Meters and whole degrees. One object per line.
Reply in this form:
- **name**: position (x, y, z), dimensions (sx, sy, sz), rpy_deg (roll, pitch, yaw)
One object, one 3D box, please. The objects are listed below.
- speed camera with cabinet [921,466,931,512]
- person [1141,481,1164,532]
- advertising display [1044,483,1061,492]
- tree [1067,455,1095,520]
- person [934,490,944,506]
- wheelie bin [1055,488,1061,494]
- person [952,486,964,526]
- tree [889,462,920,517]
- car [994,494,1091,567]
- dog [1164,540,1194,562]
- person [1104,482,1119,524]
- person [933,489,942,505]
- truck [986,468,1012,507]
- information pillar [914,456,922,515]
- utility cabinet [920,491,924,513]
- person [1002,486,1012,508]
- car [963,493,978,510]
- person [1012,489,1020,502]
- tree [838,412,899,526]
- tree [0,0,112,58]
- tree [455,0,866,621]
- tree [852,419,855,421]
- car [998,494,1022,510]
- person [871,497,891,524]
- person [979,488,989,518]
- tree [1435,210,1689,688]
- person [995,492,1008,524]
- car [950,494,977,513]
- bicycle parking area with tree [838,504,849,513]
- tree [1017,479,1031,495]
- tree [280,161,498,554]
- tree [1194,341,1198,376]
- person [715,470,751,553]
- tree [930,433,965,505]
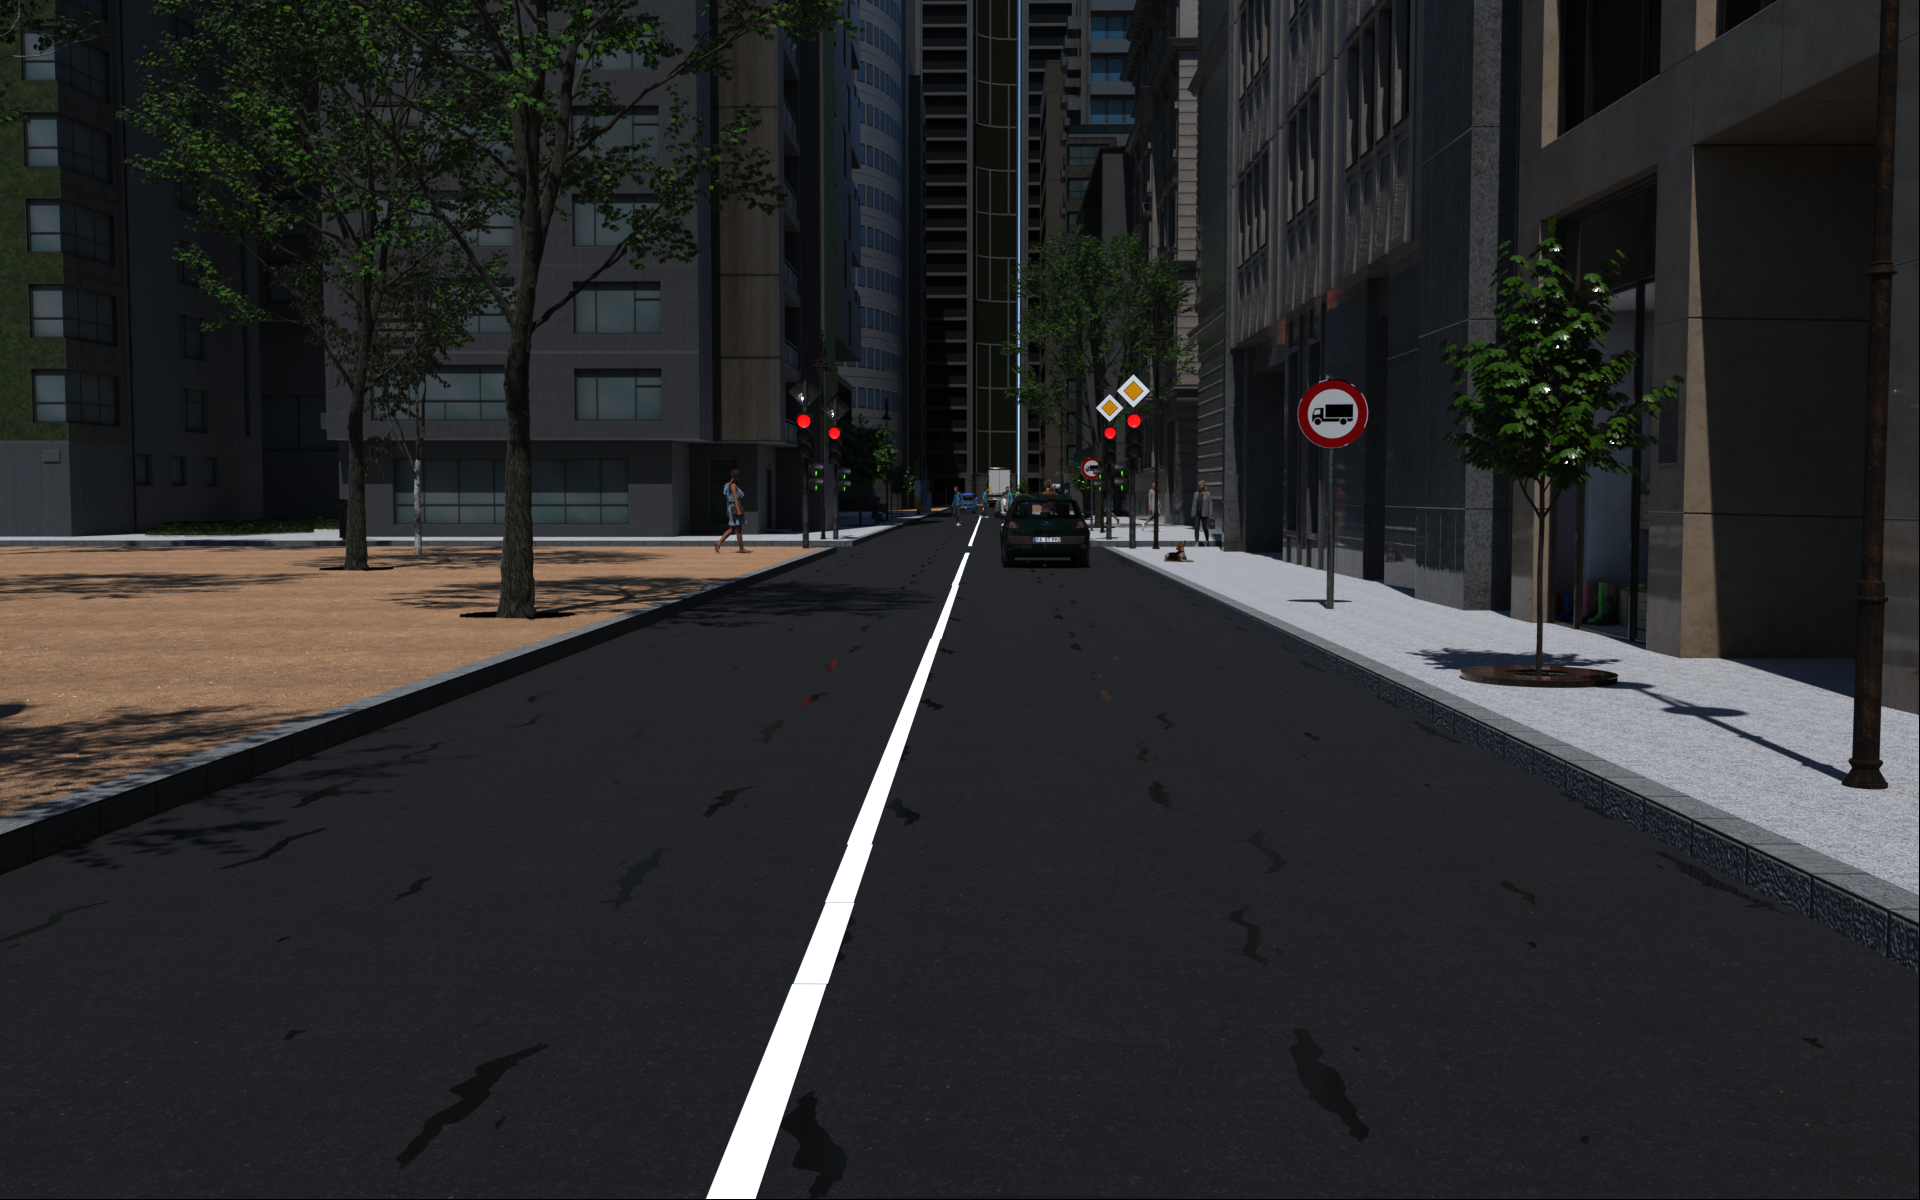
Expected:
- **speed camera with cabinet**: position (-2.442, -7.769, 121.360), dimensions (0.660, 3.252, 2.038), rpy_deg (0, 4, 7)
- **person**: position (6.555, -3.191, 58.971), dimensions (0.760, 1.731, 0.466), rpy_deg (1, 4, 9)
- **advertising display**: position (5.334, -5.775, 99.638), dimensions (0.974, 1.923, 0.123), rpy_deg (-1, 4, -14)
- **tree**: position (6.282, -5.611, 86.348), dimensions (1.663, 3.219, 1.824), rpy_deg (0, 3, 0)
- **person**: position (-2.274, -11.183, 189.609), dimensions (1.217, 1.743, 0.721), rpy_deg (-1, 4, -11)
- **wheelie bin**: position (5.267, -5.298, 94.522), dimensions (0.693, 1.594, 0.980), rpy_deg (-1, 4, -11)
- **person**: position (-0.082, -4.272, 78.697), dimensions (0.444, 1.785, 0.601), rpy_deg (-2, 4, -31)
- **tree**: position (-3.296, -6.212, 96.160), dimensions (1.663, 3.219, 1.824), rpy_deg (0, 3, 0)
- **car**: position (1.693, -1.554, 35.201), dimensions (2.009, 1.686, 4.222), rpy_deg (0, 4, 1)
- **dog**: position (4.155, -0.929, 32.930), dimensions (0.550, 0.427, 0.748), rpy_deg (0, 4, 4)
- **person**: position (6.409, -4.105, 73.253), dimensions (0.778, 1.811, 0.616), rpy_deg (2, 4, 28)
- **person**: position (-2.566, -11.642, 196.468), dimensions (1.350, 1.814, 0.705), rpy_deg (3, 5, 40)
- **truck**: position (4.276, -12.205, 188.464), dimensions (2.839, 4.237, 11.283), rpy_deg (0, 4, 1)
- **information pillar**: position (-2.594, -7.029, 106.270), dimensions (0.504, 3.616, 0.183), rpy_deg (3, 5, 45)
- **utility cabinet**: position (-2.688, -6.719, 118.540), dimensions (0.318, 1.500, 1.173), rpy_deg (1, 4, 10)
- **person**: position (2.576, -5.180, 93.061), dimensions (0.638, 1.841, 0.748), rpy_deg (3, 5, 43)
- **car**: position (0.705, -9.091, 158.231), dimensions (1.945, 1.707, 3.694), rpy_deg (0, 4, 1)
- **person**: position (3.726, -6.312, 111.978), dimensions (0.850, 1.792, 0.678), rpy_deg (2, 4, 26)
- **tree**: position (-4.031, -5.261, 69.724), dimensions (4.285, 4.588, 4.351), rpy_deg (0, 3, 0)
- **tree**: position (-22.272, -10.835, 33.046), dimensions (12.611, 20.169, 13.585), rpy_deg (0, 3, 0)
- **tree**: position (-4.464, -5.621, 17.661), dimensions (9.928, 11.665, 9.643), rpy_deg (0, 3, 0)
- **tree**: position (-9.082, -9.737, 109.566), dimensions (4.360, 8.622, 3.978), rpy_deg (0, 3, 0)
- **car**: position (3.601, -6.717, 118.613), dimensions (1.959, 1.807, 4.718), rpy_deg (0, 4, 0)
- **person**: position (-3.532, -3.892, 75.175), dimensions (0.738, 1.151, 1.012), rpy_deg (-1, 4, -23)
- **person**: position (1.467, -5.912, 105.183), dimensions (0.620, 1.820, 0.660), rpy_deg (0, 4, 3)
- **tree**: position (4.132, -1.057, 11.879), dimensions (1.663, 3.219, 1.824), rpy_deg (0, 3, 0)
- **person**: position (1.450, -2.839, 57.507), dimensions (0.503, 1.515, 0.523), rpy_deg (3, 5, 44)
- **car**: position (0.276, -7.179, 129.375), dimensions (2.014, 1.417, 4.499), rpy_deg (0, 4, 2)
- **bicycle parking area with tree**: position (-12.334, -8.129, 119.917), dimensions (9.016, 4.147, 8.231), rpy_deg (0, 4, -7)
- **tree**: position (7.412, -12.495, 198.889), dimensions (1.663, 3.219, 1.824), rpy_deg (0, 3, 0)
- **tree**: position (-11.788, -5.285, 36.765), dimensions (4.360, 8.622, 3.978), rpy_deg (0, 3, 0)
- **tree**: position (5.327, -8.538, 65.352), dimensions (9.928, 11.665, 9.643), rpy_deg (0, 3, 0)
- **person**: position (-4.908, -1.916, 37.469), dimensions (0.778, 1.811, 0.616), rpy_deg (-1, 4, -16)
- **tree**: position (-1.566, -15.346, 201.269), dimensions (4.360, 8.622, 3.978), rpy_deg (0, 3, 0)
